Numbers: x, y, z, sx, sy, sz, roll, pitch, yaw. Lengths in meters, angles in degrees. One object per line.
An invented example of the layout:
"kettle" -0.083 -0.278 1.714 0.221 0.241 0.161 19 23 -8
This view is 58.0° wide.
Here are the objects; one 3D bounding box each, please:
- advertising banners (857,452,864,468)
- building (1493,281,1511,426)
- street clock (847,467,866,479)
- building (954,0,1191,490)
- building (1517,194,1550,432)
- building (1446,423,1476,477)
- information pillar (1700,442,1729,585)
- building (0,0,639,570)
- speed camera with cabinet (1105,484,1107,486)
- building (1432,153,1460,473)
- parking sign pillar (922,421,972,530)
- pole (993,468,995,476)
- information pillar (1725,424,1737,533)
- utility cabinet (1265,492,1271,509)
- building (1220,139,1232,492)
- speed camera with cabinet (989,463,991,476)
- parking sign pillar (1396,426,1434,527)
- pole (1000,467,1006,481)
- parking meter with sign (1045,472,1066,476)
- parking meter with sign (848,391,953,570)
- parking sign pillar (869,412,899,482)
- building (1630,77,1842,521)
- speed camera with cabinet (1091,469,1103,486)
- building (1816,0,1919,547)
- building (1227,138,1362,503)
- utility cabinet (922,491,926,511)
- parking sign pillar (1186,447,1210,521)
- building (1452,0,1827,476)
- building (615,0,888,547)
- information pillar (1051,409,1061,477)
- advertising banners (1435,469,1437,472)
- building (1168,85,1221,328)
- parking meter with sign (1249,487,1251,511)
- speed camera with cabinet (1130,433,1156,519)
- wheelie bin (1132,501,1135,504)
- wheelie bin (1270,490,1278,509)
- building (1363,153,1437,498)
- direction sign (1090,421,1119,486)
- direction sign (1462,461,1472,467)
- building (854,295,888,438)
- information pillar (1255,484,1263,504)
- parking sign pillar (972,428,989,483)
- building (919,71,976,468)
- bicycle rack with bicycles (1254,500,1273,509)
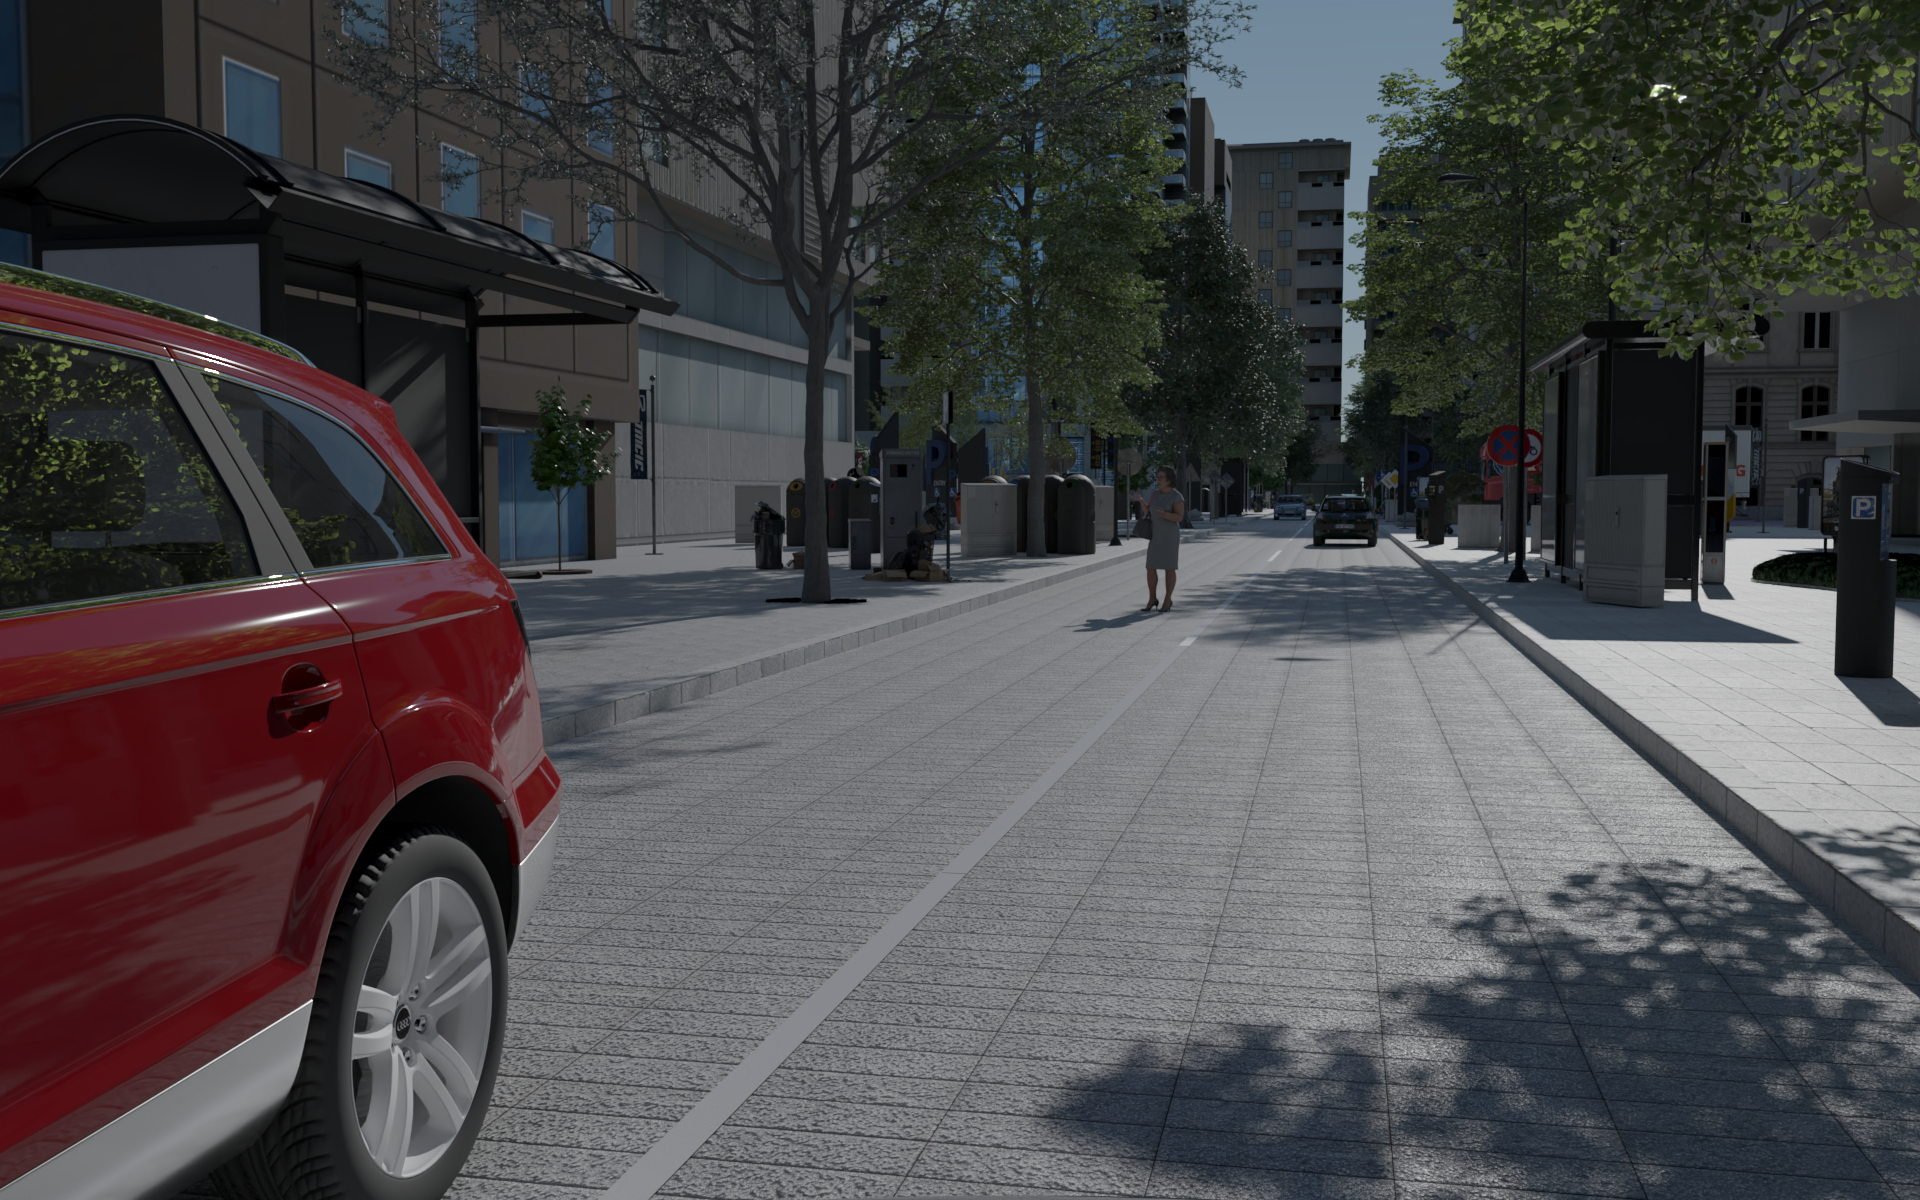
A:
"advertising banners" -4.512 -4.587 71.180 0.090 3.025 2.074 2 4 29
"building" 47.751 -19.052 130.588 14.460 24.649 34.723 1 4 12
"street clock" -2.811 -2.597 47.026 0.471 2.002 0.358 -1 4 -22
"building" 12.466 -52.485 170.800 22.319 86.520 31.000 1 4 12
"building" 39.132 -15.659 105.173 9.793 20.994 18.267 1 4 12
"building" 63.387 -45.831 187.592 20.563 71.187 20.611 1 4 12
"information pillar" 10.693 -1.227 24.557 0.304 2.012 0.304 1 4 18
"building" -14.642 -23.104 27.855 14.600 45.320 14.200 1 4 12
"speed camera with cabinet" 11.947 -9.068 142.602 0.660 3.252 2.038 -1 4 -13
"building" 63.537 -31.963 206.193 14.154 41.232 14.086 1 4 12
"parking sign pillar" -0.663 -4.480 61.722 1.447 3.967 1.447 -3 4 -37
"pole" 2.654 -8.691 135.934 0.158 3.312 0.155 0 3 0
"information pillar" 25.508 -4.039 57.391 0.183 3.616 0.504 -1 4 -18
"utility cabinet" 27.026 -8.761 151.919 0.318 1.500 1.173 1 4 19
"building" 26.056 -34.576 215.430 14.200 45.320 14.600 1 4 12
"speed camera with cabinet" 1.675 -7.134 110.976 0.660 3.252 2.038 0 4 -5
"parking sign pillar" 17.832 -4.852 67.801 1.447 3.967 1.447 1 4 23
"pole" 3.195 -8.481 132.511 0.158 3.312 0.155 0 3 0
"parking meter with sign" 8.173 -9.489 151.400 1.738 3.016 0.543 1 4 20
"parking meter with sign" -1.016 -2.029 29.432 1.738 3.016 0.543 -1 4 -10
"parking sign pillar" -2.461 -4.137 56.116 1.447 3.967 1.447 2 4 26
"building" 47.916 -16.362 86.610 34.723 24.649 14.460 1 4 12
"speed camera with cabinet" 8.175 -6.756 104.800 0.660 3.252 2.038 1 4 8
"building" 33.895 -27.265 35.014 28.713 52.752 27.495 1 4 12
"building" 45.754 -40.835 256.892 27.495 52.752 28.713 1 4 12
"utility cabinet" -2.885 -7.150 125.586 0.318 1.500 1.173 2 4 29
"parking sign pillar" 10.814 -5.710 81.823 1.447 3.967 1.447 -3 5 -43
"building" 61.891 -35.128 163.582 28.713 52.752 27.495 1 4 12
"building" -18.123 -28.347 52.710 27.495 52.752 28.713 1 4 12
"information pillar" 2.609 -3.425 47.351 0.183 3.616 0.504 -1 4 -22
"advertising banners" 33.838 -7.820 124.047 0.090 3.025 2.074 0 4 -1
"building" 20.785 -33.225 193.337 14.600 45.320 14.200 1 4 12
"parking meter with sign" 22.197 -8.418 133.893 0.543 3.016 1.738 0 4 -1
"speed camera with cabinet" 6.031 -3.735 55.401 0.660 3.252 2.038 2 4 31
"wheelie bin" 15.432 -8.977 154.684 0.693 1.594 0.980 -2 4 -31
"wheelie bin" 26.887 -8.592 148.395 0.693 1.594 0.980 0 4 3
"building" 68.854 -38.168 247.745 21.600 48.544 21.300 1 4 12
"direction sign" 4.494 -3.788 53.925 0.876 3.537 0.379 0 4 -2
"direction sign" 34.959 -7.804 119.594 0.379 3.537 0.876 -2 4 -33
"building" -20.590 -36.522 220.843 21.600 48.544 21.300 1 4 12
"information pillar" 21.786 -7.425 125.891 0.304 2.012 0.304 -2 4 -27
"parking sign pillar" 0.555 -5.051 71.062 1.447 3.967 1.447 3 4 36
"building" 4.079 -38.105 212.251 27.495 52.752 28.713 1 4 12
"bicycle rack with bicycles" 25.009 -8.141 146.480 2.925 0.926 2.852 0 4 8
